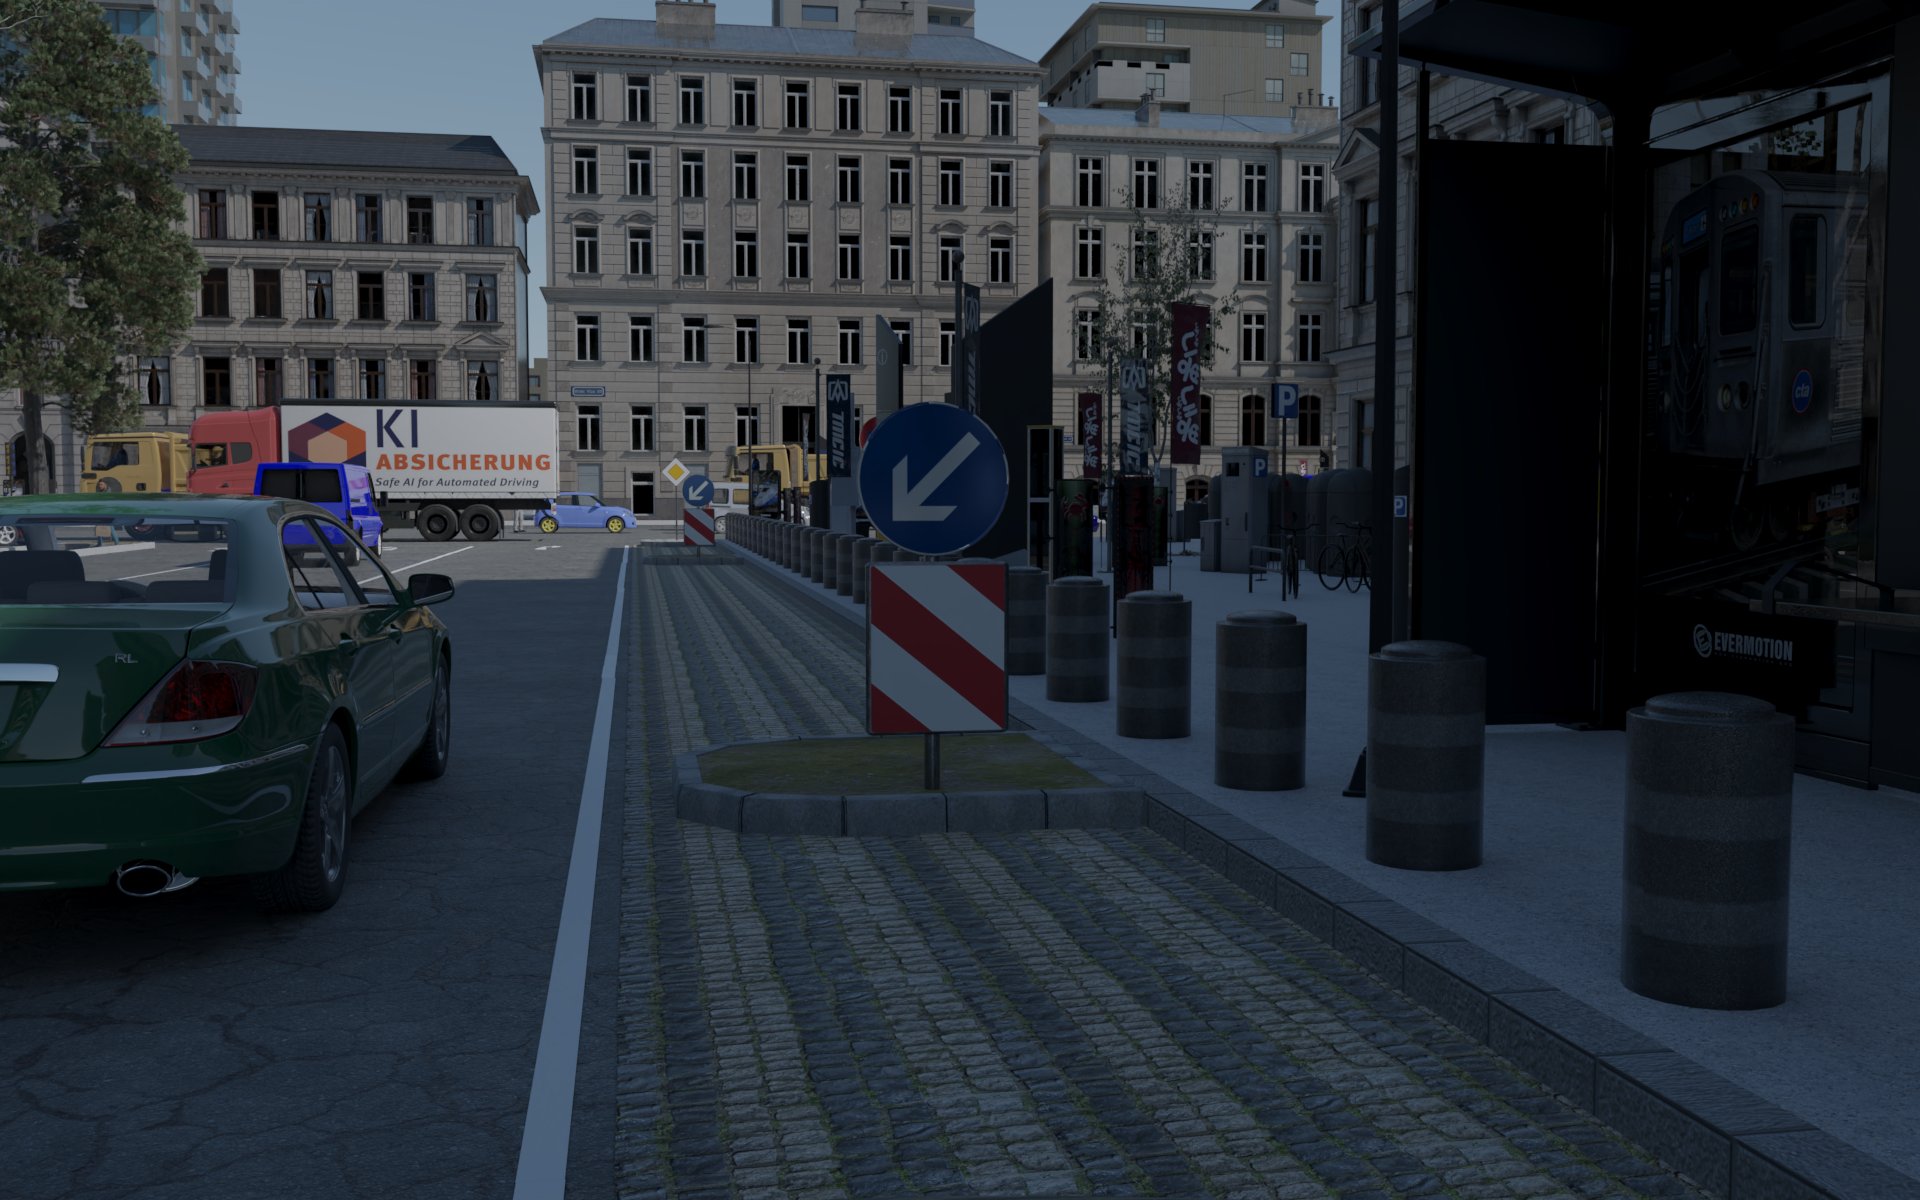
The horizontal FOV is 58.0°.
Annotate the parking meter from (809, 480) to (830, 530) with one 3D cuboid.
[{"bbox_3d":[-2.487,-1.366,30.746,0.372,1.533,0.369,0,3,0],"label":"parking meter"}]

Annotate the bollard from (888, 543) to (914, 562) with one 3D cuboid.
[{"bbox_3d":[-0.463,-0.151,17.187,0.404,0.777,0.398,0,3,0],"label":"bollard"}]

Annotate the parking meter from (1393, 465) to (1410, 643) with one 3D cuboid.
[{"bbox_3d":[3.519,-0.305,13.393,0.372,1.533,0.369,0,3,0],"label":"parking meter"}]

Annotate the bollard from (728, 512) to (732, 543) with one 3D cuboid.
[{"bbox_3d":[-5.845,-1.900,45.789,0.404,0.777,0.398,0,3,0],"label":"bollard"}]

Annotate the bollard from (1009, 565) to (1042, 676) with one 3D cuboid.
[{"bbox_3d":[0.434,0.142,12.398,0.404,0.777,0.398,0,3,0],"label":"bollard"}]

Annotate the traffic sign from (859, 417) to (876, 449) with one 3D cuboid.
[{"bbox_3d":[-1.249,-1.713,28.120,0.768,2.556,0.104,0,4,-4],"label":"traffic sign"}]

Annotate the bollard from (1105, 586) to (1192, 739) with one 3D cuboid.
[{"bbox_3d":[1.034,0.336,9.228,0.404,0.777,0.398,0,3,0],"label":"bollard"}]

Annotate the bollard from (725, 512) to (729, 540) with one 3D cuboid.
[{"bbox_3d":[-6.147,-1.998,47.377,0.404,0.777,0.398,0,3,0],"label":"bollard"}]

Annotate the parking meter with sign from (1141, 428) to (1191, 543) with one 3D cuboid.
[{"bbox_3d":[5.390,-3.029,45.790,1.738,3.016,0.543,-3,5,-40],"label":"parking meter with sign"}]

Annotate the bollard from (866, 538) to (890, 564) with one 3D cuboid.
[{"bbox_3d":[-0.765,-0.248,18.772,0.404,0.777,0.398,0,3,0],"label":"bollard"}]

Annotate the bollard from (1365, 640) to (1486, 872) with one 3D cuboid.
[{"bbox_3d":[1.626,0.530,6.057,0.404,0.777,0.398,0,3,0],"label":"bollard"}]

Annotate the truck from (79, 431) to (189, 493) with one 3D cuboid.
[{"bbox_3d":[-23.425,-3.618,55.079,9.791,3.379,3.469,-1,4,-10],"label":"truck"}]

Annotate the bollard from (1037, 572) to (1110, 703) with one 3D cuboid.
[{"bbox_3d":[0.737,0.239,10.814,0.404,0.777,0.398,0,3,0],"label":"bollard"}]

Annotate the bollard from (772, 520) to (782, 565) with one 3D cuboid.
[{"bbox_3d":[-3.152,-1.025,31.472,0.404,0.777,0.398,0,3,0],"label":"bollard"}]

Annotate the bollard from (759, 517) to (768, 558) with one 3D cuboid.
[{"bbox_3d":[-3.755,-1.220,34.666,0.404,0.777,0.398,0,3,0],"label":"bollard"}]

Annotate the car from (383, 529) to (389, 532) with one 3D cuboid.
[{"bbox_3d":[-22.810,-3.331,64.053,3.694,1.707,1.945,-1,4,-11],"label":"car"}]

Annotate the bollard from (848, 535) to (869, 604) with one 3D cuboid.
[{"bbox_3d":[-1.060,-0.345,20.357,0.404,0.777,0.398,0,3,0],"label":"bollard"}]

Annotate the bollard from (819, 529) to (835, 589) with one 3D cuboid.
[{"bbox_3d":[-1.659,-0.540,23.541,0.404,0.777,0.398,0,3,0],"label":"bollard"}]

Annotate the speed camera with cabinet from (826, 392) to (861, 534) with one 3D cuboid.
[{"bbox_3d":[-2.408,-2.454,34.466,0.660,3.252,2.038,-1,4,-10],"label":"speed camera with cabinet"}]

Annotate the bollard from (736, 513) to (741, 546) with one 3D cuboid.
[{"bbox_3d":[-5.244,-1.706,42.613,0.404,0.777,0.398,0,3,0],"label":"bollard"}]

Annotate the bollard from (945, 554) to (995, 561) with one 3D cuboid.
[{"bbox_3d":[0.134,0.044,13.999,0.404,0.777,0.398,0,3,0],"label":"bollard"}]

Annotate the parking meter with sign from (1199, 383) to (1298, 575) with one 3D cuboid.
[{"bbox_3d":[4.613,-1.943,28.024,0.543,3.016,1.738,-3,4,-38],"label":"parking meter with sign"}]

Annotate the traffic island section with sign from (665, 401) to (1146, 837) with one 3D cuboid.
[{"bbox_3d":[-0.353,0.027,8.180,1.989,1.847,2.006,-1,4,-11],"label":"traffic island section with sign"}]

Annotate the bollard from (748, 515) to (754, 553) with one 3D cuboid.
[{"bbox_3d":[-4.352,-1.415,37.846,0.404,0.777,0.398,0,3,0],"label":"bollard"}]

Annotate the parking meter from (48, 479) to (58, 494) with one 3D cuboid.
[{"bbox_3d":[-36.091,-3.868,68.947,0.255,1.863,0.399,-1,4,-15],"label":"parking meter"}]

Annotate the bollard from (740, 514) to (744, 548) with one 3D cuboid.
[{"bbox_3d":[-4.948,-1.609,41.023,0.404,0.777,0.398,0,3,0],"label":"bollard"}]

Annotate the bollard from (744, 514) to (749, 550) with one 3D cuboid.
[{"bbox_3d":[-4.647,-1.512,39.431,0.404,0.777,0.398,0,3,0],"label":"bollard"}]

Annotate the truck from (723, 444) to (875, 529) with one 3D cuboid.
[{"bbox_3d":[-5.353,-4.460,68.847,9.791,3.379,3.469,-1,4,-12],"label":"truck"}]

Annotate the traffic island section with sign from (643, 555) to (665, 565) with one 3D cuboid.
[{"bbox_3d":[-5.503,-1.648,35.570,1.989,1.847,2.006,-1,4,-11],"label":"traffic island section with sign"}]

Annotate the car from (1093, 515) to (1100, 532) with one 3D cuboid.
[{"bbox_3d":[2.451,-2.630,55.575,3.894,1.354,1.945,-1,4,-12],"label":"car"}]

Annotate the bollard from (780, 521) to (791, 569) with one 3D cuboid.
[{"bbox_3d":[-2.853,-0.928,29.887,0.404,0.777,0.398,0,3,0],"label":"bollard"}]

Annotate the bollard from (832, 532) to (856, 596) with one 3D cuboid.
[{"bbox_3d":[-1.363,-0.443,21.955,0.404,0.777,0.398,0,3,0],"label":"bollard"}]

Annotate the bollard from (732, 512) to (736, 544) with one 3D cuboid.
[{"bbox_3d":[-5.546,-1.804,44.204,0.404,0.777,0.398,0,3,0],"label":"bollard"}]

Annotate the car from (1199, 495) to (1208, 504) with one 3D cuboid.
[{"bbox_3d":[9.809,-2.951,57.294,4.494,1.783,2.155,-1,4,-12],"label":"car"}]

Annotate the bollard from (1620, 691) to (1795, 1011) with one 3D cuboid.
[{"bbox_3d":[1.927,0.627,4.473,0.404,0.777,0.398,0,3,0],"label":"bollard"}]

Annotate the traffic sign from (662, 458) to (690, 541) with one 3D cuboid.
[{"bbox_3d":[-7.817,-2.696,47.720,0.795,2.450,0.064,-1,4,-11],"label":"traffic sign"}]

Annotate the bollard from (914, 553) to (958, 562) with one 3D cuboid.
[{"bbox_3d":[-0.164,-0.053,15.584,0.404,0.777,0.398,0,3,0],"label":"bollard"}]

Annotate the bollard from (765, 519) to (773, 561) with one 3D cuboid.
[{"bbox_3d":[-3.453,-1.122,33.068,0.404,0.777,0.398,0,3,0],"label":"bollard"}]

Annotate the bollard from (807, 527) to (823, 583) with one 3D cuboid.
[{"bbox_3d":[-1.961,-0.637,25.125,0.404,0.777,0.398,0,3,0],"label":"bollard"}]

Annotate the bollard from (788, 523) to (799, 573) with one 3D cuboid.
[{"bbox_3d":[-2.556,-0.831,28.296,0.404,0.777,0.398,0,3,0],"label":"bollard"}]

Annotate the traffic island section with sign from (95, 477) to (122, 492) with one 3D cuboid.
[{"bbox_3d":[-22.433,-2.273,45.302,2.006,1.907,1.989,-1,4,-11],"label":"traffic island section with sign"}]

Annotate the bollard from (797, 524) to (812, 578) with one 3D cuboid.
[{"bbox_3d":[-2.256,-0.734,26.711,0.404,0.777,0.398,0,3,0],"label":"bollard"}]

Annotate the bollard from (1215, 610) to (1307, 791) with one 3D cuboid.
[{"bbox_3d":[1.326,0.433,7.642,0.404,0.777,0.398,0,3,0],"label":"bollard"}]

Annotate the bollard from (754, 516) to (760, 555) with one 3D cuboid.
[{"bbox_3d":[-4.048,-1.317,36.252,0.404,0.777,0.398,0,3,0],"label":"bollard"}]

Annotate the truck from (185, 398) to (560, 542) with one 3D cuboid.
[{"bbox_3d":[-17.849,-3.870,52.191,11.283,4.237,2.839,-1,4,-11],"label":"truck"}]

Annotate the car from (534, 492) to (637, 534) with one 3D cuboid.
[{"bbox_3d":[-13.732,-3.296,63.478,3.694,1.707,1.945,-1,4,-10],"label":"car"}]
